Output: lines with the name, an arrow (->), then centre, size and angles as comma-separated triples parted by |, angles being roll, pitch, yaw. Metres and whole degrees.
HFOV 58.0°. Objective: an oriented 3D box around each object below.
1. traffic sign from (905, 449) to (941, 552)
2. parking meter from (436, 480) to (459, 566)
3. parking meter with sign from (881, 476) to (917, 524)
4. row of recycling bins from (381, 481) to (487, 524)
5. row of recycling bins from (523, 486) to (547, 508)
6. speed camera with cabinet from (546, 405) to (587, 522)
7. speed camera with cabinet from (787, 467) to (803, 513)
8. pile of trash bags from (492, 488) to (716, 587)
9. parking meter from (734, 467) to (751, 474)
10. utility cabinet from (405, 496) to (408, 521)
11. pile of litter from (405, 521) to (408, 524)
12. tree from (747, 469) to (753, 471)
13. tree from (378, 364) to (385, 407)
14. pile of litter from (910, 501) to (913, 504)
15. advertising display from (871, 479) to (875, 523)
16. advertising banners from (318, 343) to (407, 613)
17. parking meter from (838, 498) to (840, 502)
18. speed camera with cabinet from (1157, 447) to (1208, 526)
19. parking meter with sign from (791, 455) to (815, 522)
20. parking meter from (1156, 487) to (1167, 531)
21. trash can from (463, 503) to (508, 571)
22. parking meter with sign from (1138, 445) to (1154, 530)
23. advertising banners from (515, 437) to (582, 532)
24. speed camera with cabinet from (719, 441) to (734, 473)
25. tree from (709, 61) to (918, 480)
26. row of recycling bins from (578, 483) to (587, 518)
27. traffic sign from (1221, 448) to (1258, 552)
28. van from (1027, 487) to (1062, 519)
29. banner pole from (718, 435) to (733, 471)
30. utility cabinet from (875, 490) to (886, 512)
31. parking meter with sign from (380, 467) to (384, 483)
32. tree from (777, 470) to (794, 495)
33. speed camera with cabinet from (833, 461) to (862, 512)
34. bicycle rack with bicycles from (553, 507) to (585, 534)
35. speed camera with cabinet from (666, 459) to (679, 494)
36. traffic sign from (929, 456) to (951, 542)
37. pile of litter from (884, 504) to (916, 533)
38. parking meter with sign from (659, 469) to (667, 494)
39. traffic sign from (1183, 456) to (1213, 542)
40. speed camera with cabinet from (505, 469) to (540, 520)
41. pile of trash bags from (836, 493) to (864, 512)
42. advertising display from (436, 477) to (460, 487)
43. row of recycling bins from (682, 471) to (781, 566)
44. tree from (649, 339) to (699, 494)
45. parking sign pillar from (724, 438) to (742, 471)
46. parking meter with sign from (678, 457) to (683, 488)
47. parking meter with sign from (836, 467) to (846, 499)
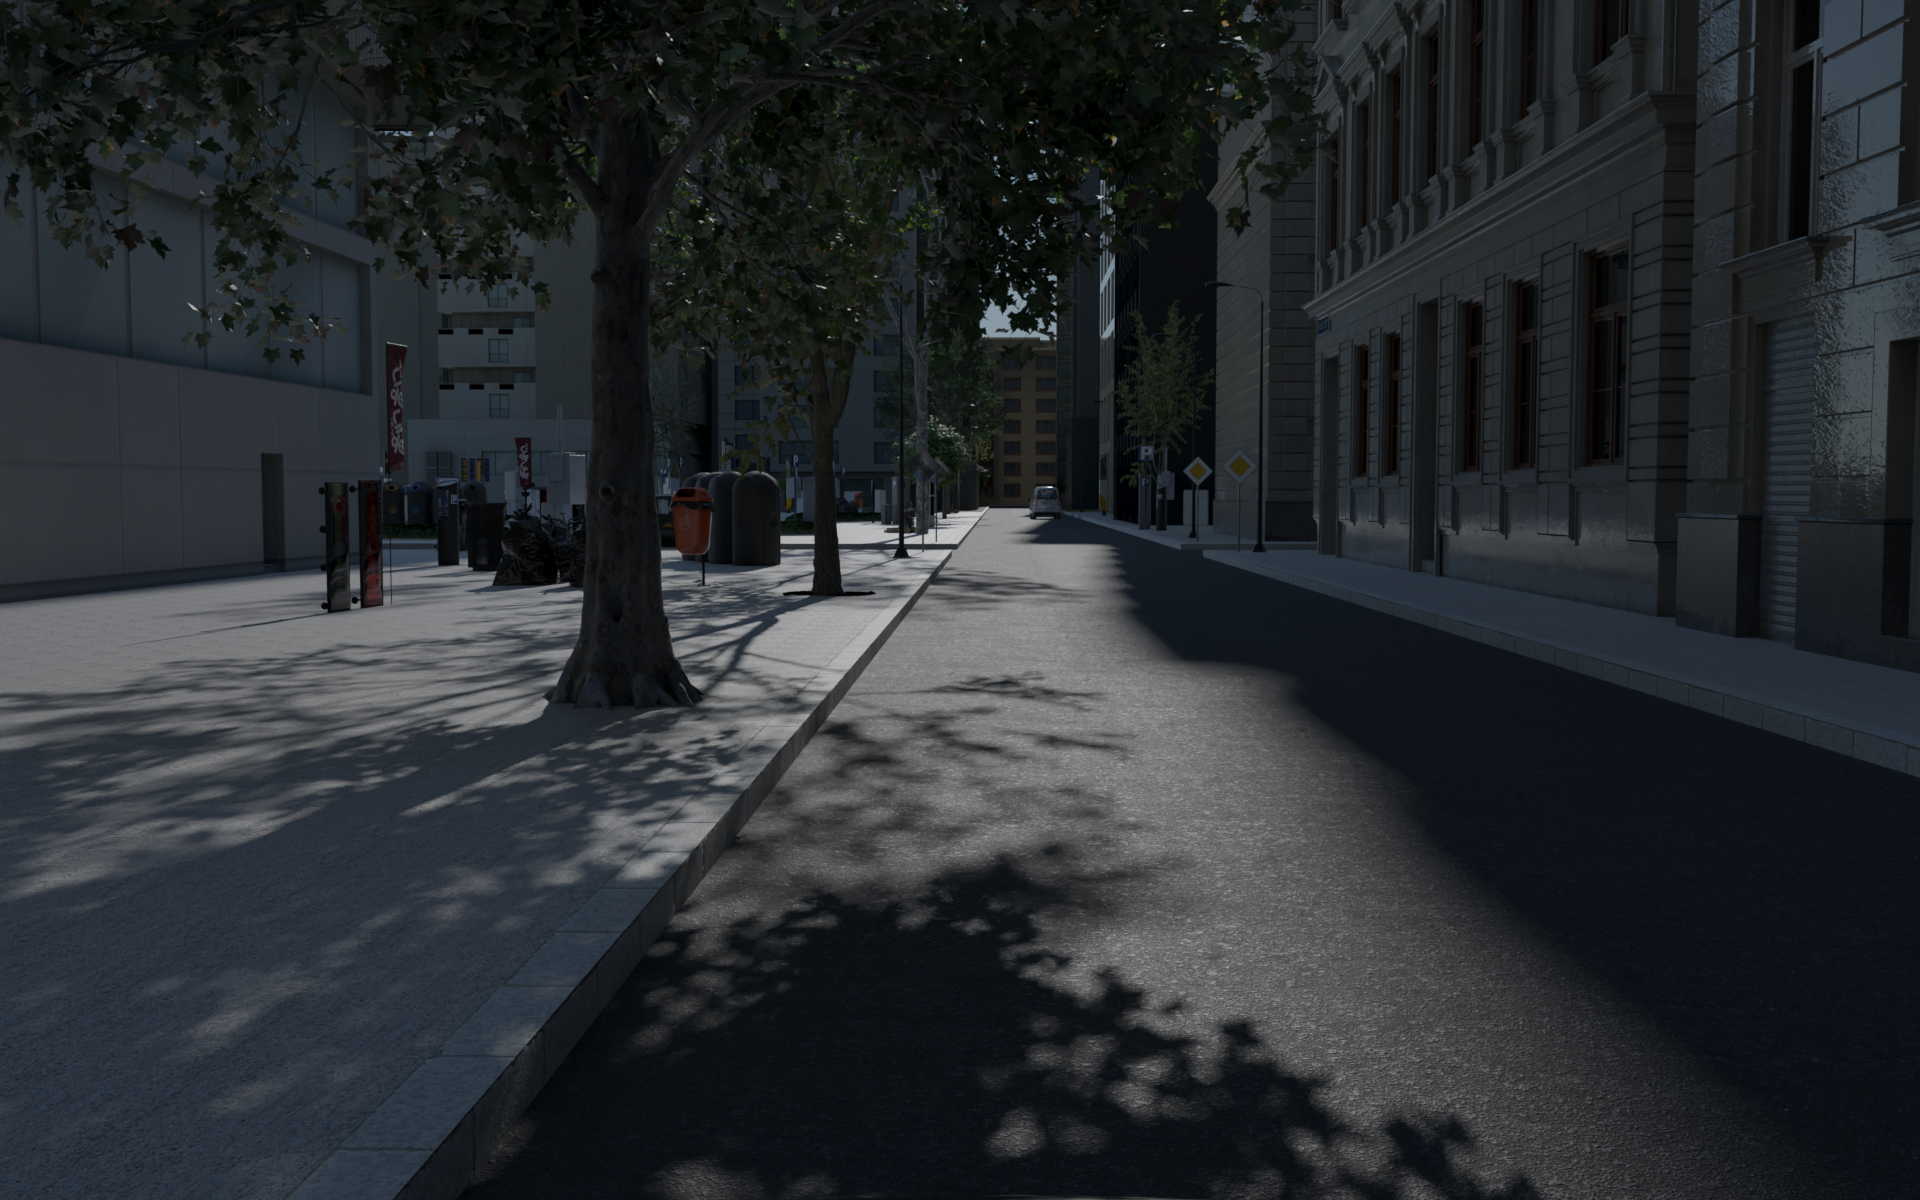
traffic sign -> -0.815, -2.115, 38.215 | 0.795, 2.450, 0.064 | 0, 4, 1
parking meter -> -9.221, -1.393, 31.191 | 0.372, 1.533, 0.369 | 0, 3, 0
parking meter with sign -> -2.538, -4.746, 73.860 | 1.738, 3.016, 0.543 | -2, 4, -34
row of recycling bins -> -16.240, -2.828, 53.344 | 3.534, 1.692, 1.069 | 1, 4, 10
row of recycling bins -> -26.757, -6.370, 111.267 | 3.534, 1.692, 1.069 | 3, 4, 38
speed camera with cabinet -> -8.192, -2.695, 38.400 | 2.038, 3.252, 0.660 | 2, 4, 27
speed camera with cabinet -> -8.780, -6.150, 94.886 | 0.660, 3.252, 2.038 | 1, 4, 22
pile of trash bags -> -4.954, -0.904, 24.532 | 3.447, 1.369, 1.912 | 2, 4, 25
parking meter -> -4.680, -1.952, 37.619 | 0.399, 1.863, 0.255 | -2, 4, -30
utility cabinet -> -23.330, -3.872, 74.472 | 1.020, 1.237, 0.306 | 0, 4, -4
pile of litter -> -20.053, -3.032, 63.545 | 1.176, 0.858, 1.719 | 3, 4, 38
tree -> -14.854, -7.641, 119.536 | 1.663, 3.219, 1.824 | 0, 3, 0
tree -> -23.393, -6.933, 63.714 | 4.360, 8.622, 3.978 | 0, 3, 0
pile of litter -> -2.875, -5.009, 95.868 | 1.719, 0.858, 1.176 | 1, 4, 16
advertising display -> -3.837, -4.354, 76.408 | 0.123, 1.923, 0.974 | 0, 4, -6
advertising banners -> -6.686, -1.429, 19.558 | 0.090, 3.025, 2.074 | 1, 4, 8
parking meter -> -8.405, -6.886, 118.292 | 0.399, 1.863, 0.255 | -1, 4, -13
speed camera with cabinet -> 9.044, -4.644, 70.272 | 2.038, 3.252, 0.660 | 1, 4, 10
parking meter with sign -> -6.526, -4.893, 76.254 | 1.738, 3.016, 0.543 | 1, 4, 22
parking meter -> 7.045, -3.187, 60.516 | 0.372, 1.533, 0.369 | 0, 3, 0
trash can -> -7.922, -1.058, 28.947 | 0.748, 1.137, 0.748 | 0, 3, 0
parking meter with sign -> 6.739, -4.078, 62.943 | 0.543, 3.016, 1.738 | 0, 4, 5
advertising banners -> -12.695, -3.497, 53.371 | 2.074, 3.025, 0.090 | 0, 4, 6
speed camera with cabinet -> -8.808, -4.282, 64.352 | 0.660, 3.252, 2.038 | 1, 4, 10
tree -> -2.423, -4.792, 28.709 | 4.737, 8.622, 4.395 | 0, 3, 0
row of recycling bins -> -13.831, -3.622, 66.335 | 1.069, 1.692, 3.534 | 3, 5, 40
traffic sign -> 6.127, -2.103, 38.034 | 0.795, 2.450, 0.064 | 0, 4, 1
van -> 4.951, -5.740, 100.857 | 2.013, 2.044, 4.112 | 0, 4, -1
banner pole -> -10.056, -5.145, 74.145 | 0.863, 3.779, 0.401 | -2, 4, -30
utility cabinet -> -3.999, -4.791, 87.019 | 0.318, 1.500, 1.173 | -1, 4, -16
parking meter with sign -> -36.431, -6.998, 110.672 | 0.543, 3.016, 1.738 | 1, 4, 22
tree -> -11.976, -7.749, 121.290 | 1.663, 3.219, 1.824 | 0, 3, 0
speed camera with cabinet -> -6.895, -6.669, 103.372 | 2.038, 3.252, 0.660 | -1, 4, -16
bicycle rack with bicycles -> -10.028, -2.124, 48.103 | 2.925, 0.926, 2.852 | -1, 4, -21
speed camera with cabinet -> -15.670, -6.230, 96.193 | 0.660, 3.252, 2.038 | -2, 4, -34
traffic sign -> -0.630, -2.603, 46.198 | 0.795, 2.450, 0.064 | 0, 4, 1
pile of litter -> -1.878, -2.633, 57.011 | 1.176, 0.858, 1.719 | -1, 4, -16
parking meter with sign -> -19.972, -7.461, 118.246 | 0.543, 3.016, 1.738 | -2, 4, -30
traffic sign -> 6.312, -2.592, 46.017 | 0.795, 2.450, 0.064 | 0, 4, 1
speed camera with cabinet -> -16.963, -4.506, 68.007 | 0.660, 3.252, 2.038 | 2, 4, 28
pile of trash bags -> -6.415, -5.351, 97.249 | 1.912, 1.369, 3.447 | 2, 4, 26
advertising display -> -19.213, -3.659, 65.031 | 0.123, 1.923, 0.974 | 3, 5, 40
row of recycling bins -> -4.337, -1.543, 32.343 | 1.069, 1.692, 3.534 | -2, 4, -28
tree -> -13.286, -7.714, 76.486 | 4.360, 8.622, 3.978 | 0, 3, 0
parking sign pillar -> -10.886, -5.797, 83.253 | 1.447, 3.967, 1.447 | 1, 4, 16
parking meter with sign -> -12.197, -5.158, 80.600 | 1.738, 3.016, 0.543 | 0, 4, 5
parking meter with sign -> -8.319, -7.107, 112.466 | 1.738, 3.016, 0.543 | 2, 4, 24
